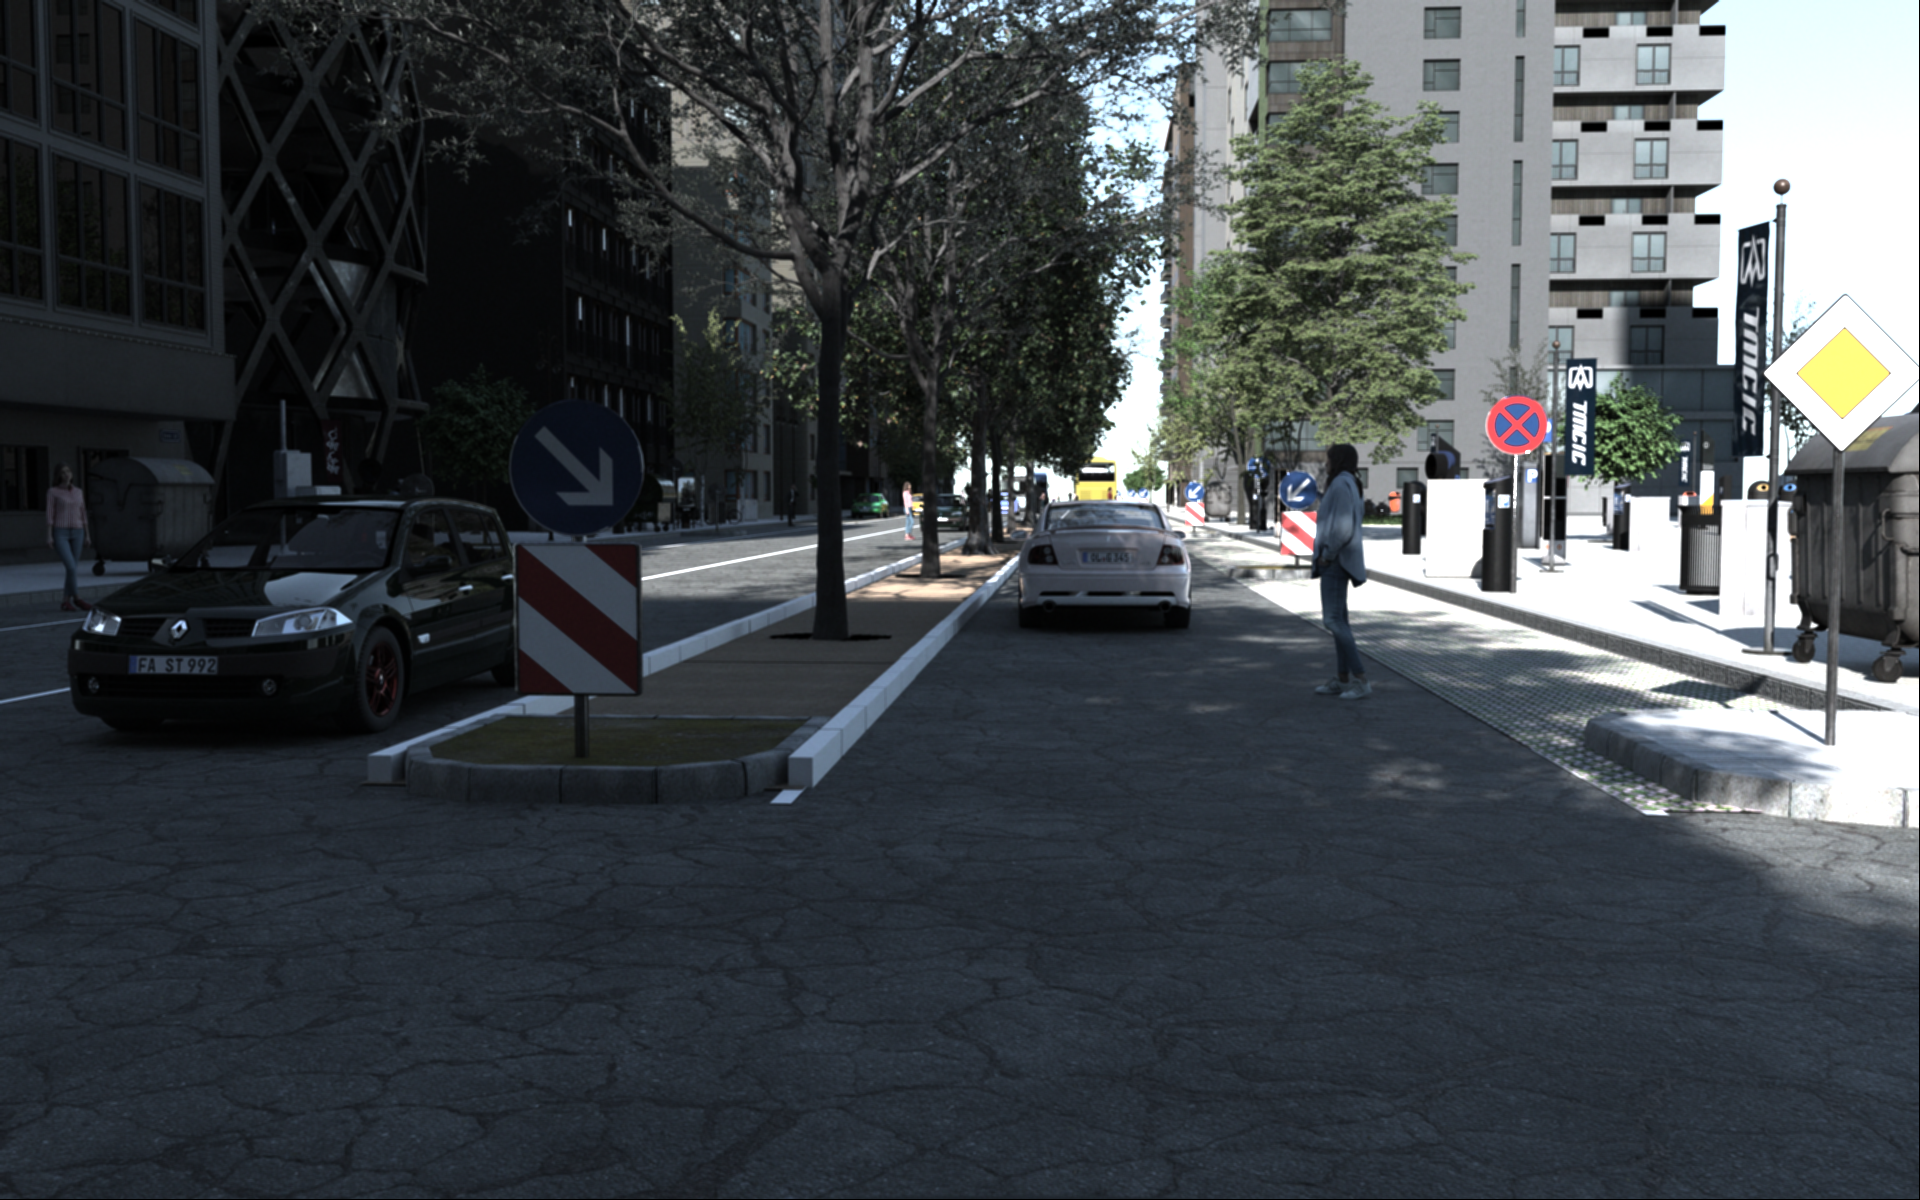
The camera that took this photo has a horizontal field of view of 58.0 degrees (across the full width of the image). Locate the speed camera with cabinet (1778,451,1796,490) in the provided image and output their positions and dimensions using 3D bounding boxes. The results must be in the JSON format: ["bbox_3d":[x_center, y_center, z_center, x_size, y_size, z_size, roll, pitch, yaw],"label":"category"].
[{"bbox_3d":[38.523,-5.206,79.449,2.038,3.252,0.660,0,4,-4],"label":"speed camera with cabinet"}]

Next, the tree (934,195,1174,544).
[{"bbox_3d":[0.989,-7.457,50.139,9.928,11.665,9.643,0,3,0],"label":"tree"}]

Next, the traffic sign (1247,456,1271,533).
[{"bbox_3d":[9.790,-3.466,56.782,0.768,2.556,0.104,1,4,9],"label":"traffic sign"}]

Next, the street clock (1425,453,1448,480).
[{"bbox_3d":[8.492,-1.610,30.901,0.358,2.002,0.471,-1,4,-10],"label":"street clock"}]

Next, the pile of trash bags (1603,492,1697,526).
[{"bbox_3d":[27.114,-3.563,68.009,3.447,1.369,1.912,1,4,16],"label":"pile of trash bags"}]

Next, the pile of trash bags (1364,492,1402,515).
[{"bbox_3d":[18.681,-4.176,78.034,3.447,1.369,1.912,-3,4,-39],"label":"pile of trash bags"}]

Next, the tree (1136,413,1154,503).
[{"bbox_3d":[12.583,-8.779,93.901,4.737,8.622,4.395,0,3,0],"label":"tree"}]

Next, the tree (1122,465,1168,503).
[{"bbox_3d":[20.523,-13.098,197.871,4.285,4.588,4.351,0,3,0],"label":"tree"}]

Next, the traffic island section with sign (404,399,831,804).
[{"bbox_3d":[-1.792,-0.051,8.964,2.006,1.907,1.989,0,4,4],"label":"traffic island section with sign"}]

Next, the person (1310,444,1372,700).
[{"bbox_3d":[2.730,-0.219,12.344,0.793,1.790,0.793,-1,4,-17],"label":"person"}]

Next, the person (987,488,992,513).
[{"bbox_3d":[2.260,-7.432,129.643,0.705,1.869,1.348,-1,4,-17],"label":"person"}]

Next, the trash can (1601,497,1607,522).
[{"bbox_3d":[28.765,-3.975,76.652,0.748,1.137,0.748,0,3,0],"label":"trash can"}]

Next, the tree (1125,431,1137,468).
[{"bbox_3d":[16.986,-12.459,154.065,4.737,8.622,4.395,0,3,0],"label":"tree"}]

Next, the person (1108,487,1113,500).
[{"bbox_3d":[8.757,-5.639,100.634,0.705,1.831,1.348,1,4,13],"label":"person"}]

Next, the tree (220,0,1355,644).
[{"bbox_3d":[-1.295,-6.358,16.787,12.009,13.543,11.850,0,3,0],"label":"tree"}]

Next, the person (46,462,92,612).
[{"bbox_3d":[-10.897,-0.772,21.129,0.388,1.821,0.555,1,4,22],"label":"person"}]

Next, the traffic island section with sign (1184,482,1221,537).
[{"bbox_3d":[7.689,-3.015,57.921,1.989,1.847,2.006,0,4,4],"label":"traffic island section with sign"}]

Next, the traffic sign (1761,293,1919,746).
[{"bbox_3d":[4.438,-0.314,8.777,0.795,2.450,0.064,0,4,4],"label":"traffic sign"}]

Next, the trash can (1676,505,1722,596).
[{"bbox_3d":[9.508,-0.637,22.065,0.748,1.137,0.748,0,3,0],"label":"trash can"}]

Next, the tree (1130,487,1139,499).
[{"bbox_3d":[20.696,-12.688,202.043,1.663,3.219,1.824,0,3,0],"label":"tree"}]

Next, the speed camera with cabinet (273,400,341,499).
[{"bbox_3d":[-13.619,-2.556,36.122,0.660,3.252,2.038,-3,5,-44],"label":"speed camera with cabinet"}]

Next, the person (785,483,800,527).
[{"bbox_3d":[-7.418,-4.216,76.793,0.474,1.900,0.648,2,4,32],"label":"person"}]

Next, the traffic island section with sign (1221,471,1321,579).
[{"bbox_3d":[5.670,-1.311,30.067,1.989,1.847,2.006,0,4,4],"label":"traffic island section with sign"}]

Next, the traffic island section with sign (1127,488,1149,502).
[{"bbox_3d":[11.361,-6.116,108.626,1.989,1.847,2.006,0,4,4],"label":"traffic island section with sign"}]

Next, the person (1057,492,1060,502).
[{"bbox_3d":[13.435,-13.765,234.345,0.721,1.735,1.217,0,4,-5],"label":"person"}]

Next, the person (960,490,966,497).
[{"bbox_3d":[0.165,-6.918,122.274,0.621,1.740,0.551,0,4,-4],"label":"person"}]

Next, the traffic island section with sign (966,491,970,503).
[{"bbox_3d":[1.087,-11.180,191.423,1.989,1.847,2.006,0,4,4],"label":"traffic island section with sign"}]

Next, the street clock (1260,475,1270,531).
[{"bbox_3d":[10.658,-3.441,60.822,0.358,2.002,0.471,-1,4,-17],"label":"street clock"}]

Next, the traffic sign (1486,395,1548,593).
[{"bbox_3d":[7.165,-1.361,22.352,0.768,2.556,0.104,1,4,11],"label":"traffic sign"}]

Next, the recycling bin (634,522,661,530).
[{"bbox_3d":[-11.104,-2.994,61.504,0.722,1.027,0.722,3,5,39],"label":"recycling bin"}]

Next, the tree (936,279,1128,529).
[{"bbox_3d":[2.973,-9.194,70.906,7.486,12.596,7.792,0,3,0],"label":"tree"}]

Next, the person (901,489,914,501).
[{"bbox_3d":[-3.639,-7.204,126.375,1.348,1.812,0.705,1,4,18],"label":"person"}]

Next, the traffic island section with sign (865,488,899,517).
[{"bbox_3d":[-4.891,-6.131,108.866,1.989,1.847,2.006,0,4,4],"label":"traffic island section with sign"}]

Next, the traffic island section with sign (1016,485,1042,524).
[{"bbox_3d":[3.621,-4.634,83.908,2.006,1.907,1.989,0,4,4],"label":"traffic island section with sign"}]

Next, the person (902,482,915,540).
[{"bbox_3d":[-1.610,-2.801,54.308,0.388,1.821,0.555,0,4,3],"label":"person"}]

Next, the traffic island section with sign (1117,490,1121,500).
[{"bbox_3d":[13.295,-7.763,135.558,1.989,1.847,2.006,0,4,4],"label":"traffic island section with sign"}]

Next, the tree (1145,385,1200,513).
[{"bbox_3d":[14.477,-10.129,115.964,4.360,8.622,3.978,0,3,0],"label":"tree"}]

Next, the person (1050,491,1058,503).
[{"bbox_3d":[9.324,-9.954,172.183,0.756,1.711,0.436,1,4,19],"label":"person"}]

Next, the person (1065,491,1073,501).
[{"bbox_3d":[12.932,-11.895,202.993,1.348,1.822,0.705,-1,4,-10],"label":"person"}]

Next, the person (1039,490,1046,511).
[{"bbox_3d":[6.874,-8.269,144.404,0.721,1.736,1.217,2,4,28],"label":"person"}]

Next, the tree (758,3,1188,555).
[{"bbox_3d":[0.439,-7.389,40.269,9.611,12.733,9.660,0,3,0],"label":"tree"}]

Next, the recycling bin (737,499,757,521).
[{"bbox_3d":[-10.048,-4.236,81.814,0.722,1.027,0.722,-2,4,-35],"label":"recycling bin"}]

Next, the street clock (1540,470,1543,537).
[{"bbox_3d":[17.253,-2.862,51.357,0.358,2.002,0.471,-1,4,-17],"label":"street clock"}]

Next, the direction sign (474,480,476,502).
[{"bbox_3d":[-15.451,-3.862,55.142,0.876,3.537,0.379,1,4,9],"label":"direction sign"}]

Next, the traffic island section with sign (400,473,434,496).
[{"bbox_3d":[-10.404,-1.468,32.626,1.989,1.847,2.006,0,4,4],"label":"traffic island section with sign"}]

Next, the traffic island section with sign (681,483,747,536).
[{"bbox_3d":[-8.439,-3.128,59.778,1.989,1.847,2.006,0,4,4],"label":"traffic island section with sign"}]

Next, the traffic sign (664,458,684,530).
[{"bbox_3d":[-10.149,-3.750,61.411,0.768,2.556,0.104,1,4,11],"label":"traffic sign"}]

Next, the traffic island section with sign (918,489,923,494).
[{"bbox_3d":[-2.931,-7.787,135.940,1.989,1.847,2.006,0,4,4],"label":"traffic island section with sign"}]

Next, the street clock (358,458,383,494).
[{"bbox_3d":[-11.815,-1.845,34.735,0.471,2.002,0.358,-1,4,-18],"label":"street clock"}]
